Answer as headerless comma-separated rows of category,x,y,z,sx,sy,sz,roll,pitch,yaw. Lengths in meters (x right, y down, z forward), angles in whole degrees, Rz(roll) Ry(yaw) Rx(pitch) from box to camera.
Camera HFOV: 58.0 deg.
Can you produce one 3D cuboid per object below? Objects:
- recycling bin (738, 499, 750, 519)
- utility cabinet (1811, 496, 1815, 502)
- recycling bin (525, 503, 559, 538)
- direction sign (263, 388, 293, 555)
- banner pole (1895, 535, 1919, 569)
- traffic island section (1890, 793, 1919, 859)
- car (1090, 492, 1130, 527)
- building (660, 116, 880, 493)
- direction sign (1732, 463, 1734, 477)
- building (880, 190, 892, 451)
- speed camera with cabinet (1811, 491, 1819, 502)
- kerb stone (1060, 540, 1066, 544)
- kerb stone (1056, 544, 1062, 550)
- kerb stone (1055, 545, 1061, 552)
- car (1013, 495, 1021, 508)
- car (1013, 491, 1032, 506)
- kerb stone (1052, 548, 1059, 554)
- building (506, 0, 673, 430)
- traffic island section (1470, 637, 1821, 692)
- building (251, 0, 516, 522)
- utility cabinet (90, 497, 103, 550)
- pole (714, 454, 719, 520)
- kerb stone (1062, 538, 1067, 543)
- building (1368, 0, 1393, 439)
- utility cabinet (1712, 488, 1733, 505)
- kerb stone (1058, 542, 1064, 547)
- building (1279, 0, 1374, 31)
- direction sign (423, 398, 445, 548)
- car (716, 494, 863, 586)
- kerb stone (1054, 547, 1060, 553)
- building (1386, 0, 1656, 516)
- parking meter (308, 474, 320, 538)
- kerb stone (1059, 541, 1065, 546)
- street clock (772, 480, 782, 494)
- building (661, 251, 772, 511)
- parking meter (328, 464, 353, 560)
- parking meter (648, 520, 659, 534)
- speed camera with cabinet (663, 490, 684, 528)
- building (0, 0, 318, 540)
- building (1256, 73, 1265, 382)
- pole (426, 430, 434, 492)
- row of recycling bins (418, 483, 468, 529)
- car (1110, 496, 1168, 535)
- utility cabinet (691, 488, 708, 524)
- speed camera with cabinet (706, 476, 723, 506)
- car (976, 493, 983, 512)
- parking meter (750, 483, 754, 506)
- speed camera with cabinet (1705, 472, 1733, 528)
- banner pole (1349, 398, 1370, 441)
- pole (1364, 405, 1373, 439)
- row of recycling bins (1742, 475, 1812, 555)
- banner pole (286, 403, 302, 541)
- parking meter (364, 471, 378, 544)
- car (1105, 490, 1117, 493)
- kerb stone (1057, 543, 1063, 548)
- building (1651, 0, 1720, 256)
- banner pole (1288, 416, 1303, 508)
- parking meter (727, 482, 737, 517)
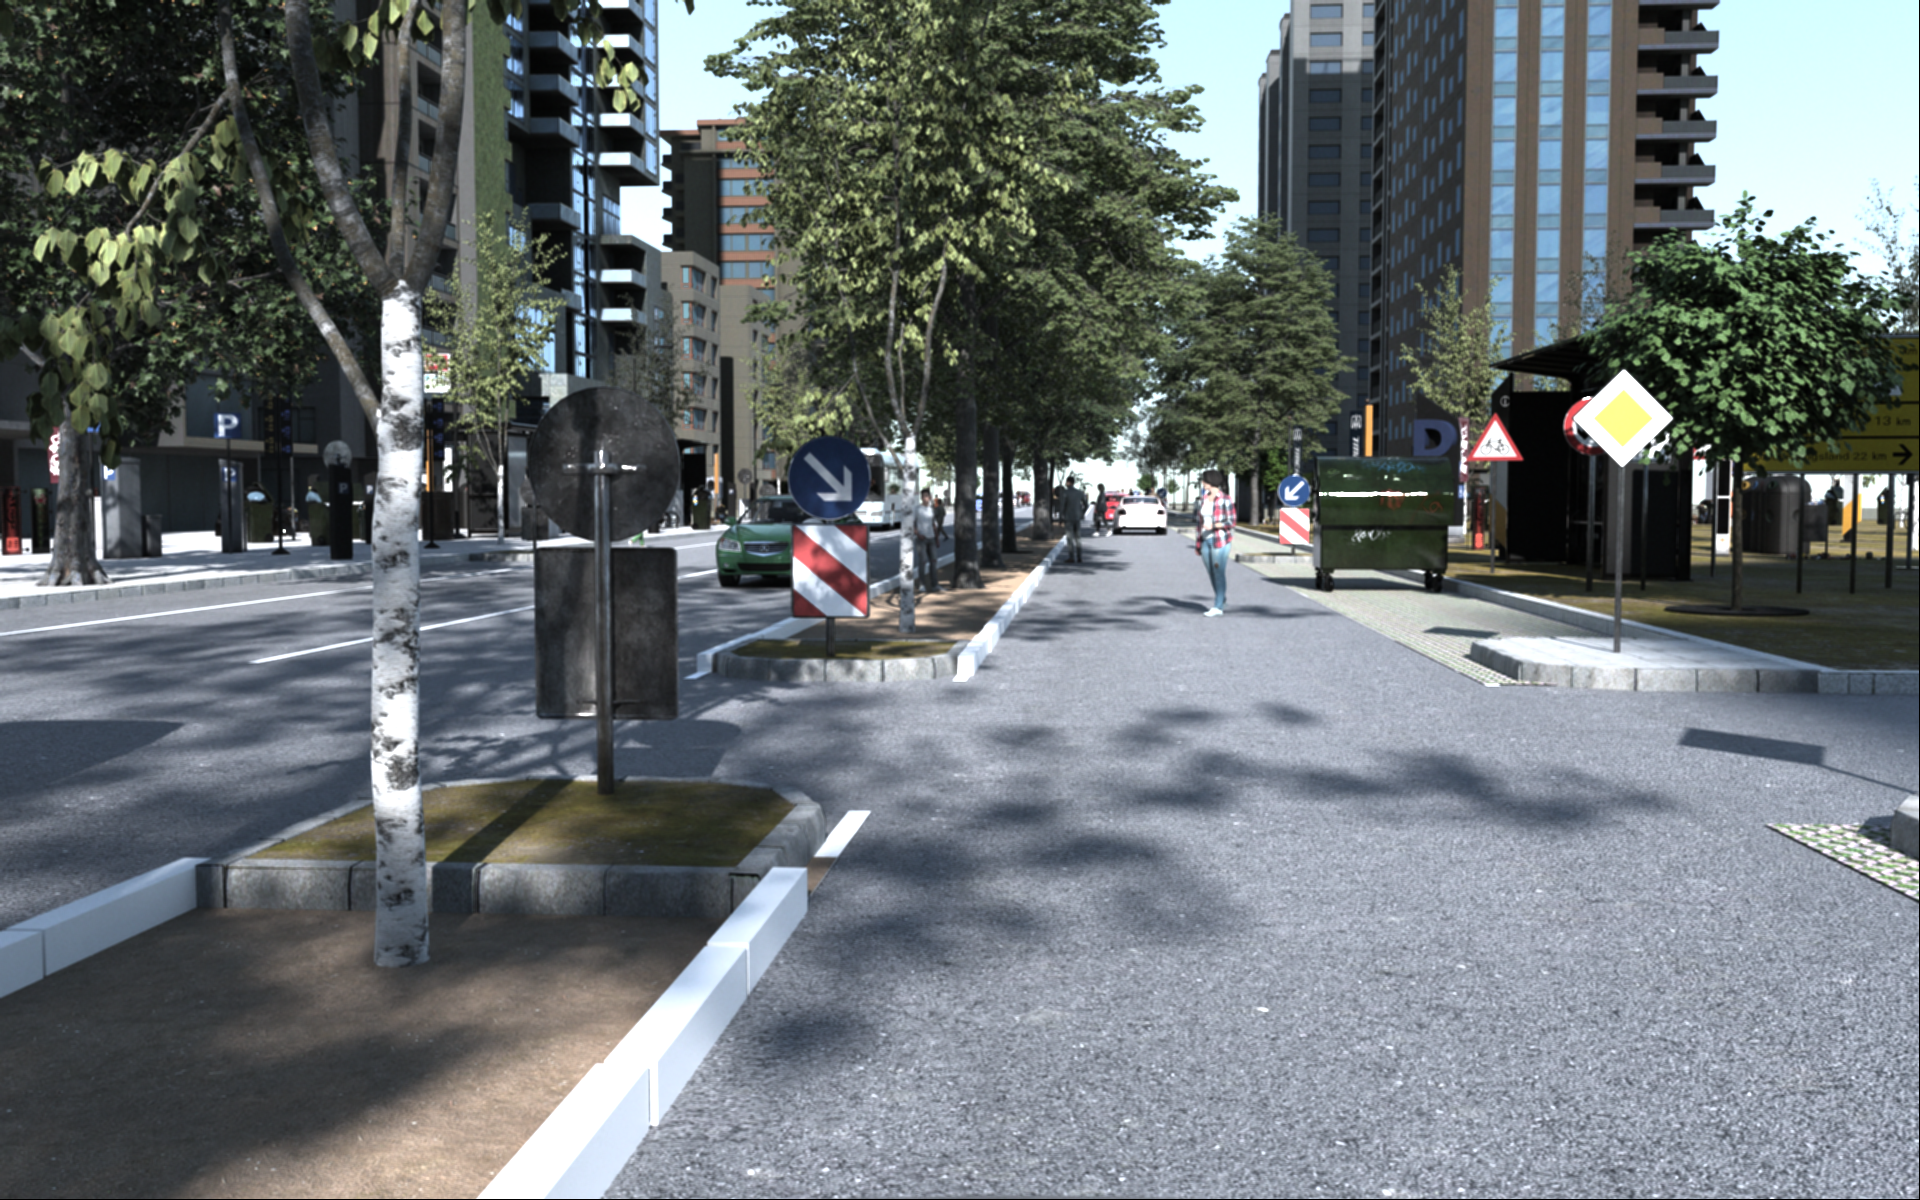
recycling bin,-10.986,-4.676,89.006,0.722,1.027,0.722,-1,4,-15
utility cabinet,28.700,-2.927,59.017,0.306,1.237,1.020,0,4,-6
recycling bin,-12.201,-2.326,50.586,0.722,1.027,0.722,1,4,18
direction sign,-14.448,-2.737,36.742,0.876,3.537,0.379,2,4,31
banner pole,16.394,-2.427,29.702,0.401,3.779,0.863,3,5,42
traffic island section,4.690,0.992,6.068,2.009,0.180,2.903,0,4,5
car,6.820,-4.115,76.318,2.155,1.783,4.494,0,4,4
building,-22.643,-33.563,203.375,22.147,44.769,28.867,0,4,5
direction sign,34.309,-5.247,77.783,0.876,3.537,0.379,1,4,17
building,-20.763,-35.322,232.131,22.147,44.769,28.867,0,4,5
speed camera with cabinet,39.125,-5.312,81.183,2.038,3.252,0.660,2,4,33
kerb stone,2.658,-1.446,45.853,0.120,0.150,1.000,0,4,5
kerb stone,2.331,-1.195,41.774,0.120,0.150,1.000,0,4,5
kerb stone,2.246,-1.135,40.755,0.120,0.150,1.000,0,4,5
car,5.577,-10.627,186.108,2.083,1.381,4.827,0,4,3
car,7.524,-12.281,209.462,2.281,1.827,5.304,0,4,6
kerb stone,2.075,-1.008,38.719,0.120,0.150,1.000,0,4,5
building,-30.840,-48.559,106.617,22.319,86.520,31.000,0,4,5
traffic island section,5.337,0.505,14.027,2.009,0.180,2.903,0,4,5
building,-29.645,-24.186,79.034,14.154,41.232,14.086,0,4,5
utility cabinet,-19.656,-1.781,40.273,1.020,1.237,0.306,-3,4,-39
pole,-12.250,-5.705,87.117,0.158,3.312,0.155,0,3,0
kerb stone,2.824,-1.568,47.890,0.120,0.150,1.000,0,4,5
building,42.253,-42.701,136.412,20.563,71.187,20.611,0,4,5
utility cabinet,29.958,-3.594,67.442,1.173,1.500,0.318,0,4,3
kerb stone,2.493,-1.322,43.811,0.120,0.150,1.000,0,4,5
building,47.814,-40.399,202.517,21.231,58.520,28.212,0,4,5
direction sign,-12.520,-2.994,40.956,0.876,3.537,0.379,2,4,26
car,-2.660,-1.011,28.327,2.131,1.459,4.920,0,4,7
kerb stone,2.165,-1.073,39.736,0.120,0.150,1.000,0,4,5
building,37.929,-28.728,119.806,14.600,45.320,14.200,0,4,5
parking meter,-19.087,-2.783,51.212,0.255,1.863,0.399,0,4,-3
kerb stone,2.575,-1.380,44.831,0.120,0.150,1.000,0,4,5
street clock,-9.183,-5.048,87.103,0.471,2.002,0.358,-1,4,-17
building,-31.560,-17.977,138.965,27.650,21.520,28.899,0,4,5
parking meter,-12.132,-1.728,33.963,0.255,1.863,0.399,3,5,42
parking meter,-9.981,-2.934,56.385,0.372,1.533,0.369,0,3,0
speed camera with cabinet,-11.263,-4.442,66.964,0.660,3.252,2.038,0,4,8
building,-38.332,-28.215,50.555,28.713,52.752,27.495,0,4,5
building,50.176,-42.130,230.816,21.231,58.520,28.212,0,4,5
pole,-16.787,-3.732,54.860,0.158,3.312,0.155,0,3,0
row of recycling bins,-18.569,-3.472,63.876,3.534,1.692,1.069,-3,4,-37
car,6.433,-3.043,62.116,2.083,1.381,4.827,0,4,4
utility cabinet,-11.285,-4.066,75.158,0.318,1.500,1.173,1,4,11
speed camera with cabinet,-13.338,-5.867,90.260,2.038,3.252,0.660,2,4,31
car,1.955,-7.940,139.405,1.945,1.707,3.694,0,4,4
parking meter,-10.560,-5.048,88.250,0.255,1.863,0.399,-1,4,-12
speed camera with cabinet,29.464,-4.400,66.270,2.038,3.252,0.660,-2,4,-26
banner pole,10.535,-3.401,45.626,0.401,3.779,0.863,-2,4,-31
pole,9.362,-2.811,39.798,0.158,3.312,0.155,0,3,0
row of recycling bins,17.884,-1.894,38.078,1.069,1.692,3.534,1,4,12
banner pole,-18.227,-3.500,47.248,0.401,3.779,0.863,-1,4,-19
parking meter,-15.059,-2.368,44.434,0.399,1.863,0.255,1,4,21
car,15.673,-10.374,178.292,2.281,1.827,5.304,0,4,3
kerb stone,2.420,-1.260,42.792,0.120,0.150,1.000,0,4,5
building,36.408,-27.865,105.709,14.600,45.320,14.200,0,4,5
banner pole,10.657,-3.992,55.289,0.401,3.779,0.863,-2,4,-29
parking meter,-10.940,-4.736,83.140,0.399,1.863,0.255,0,4,4
